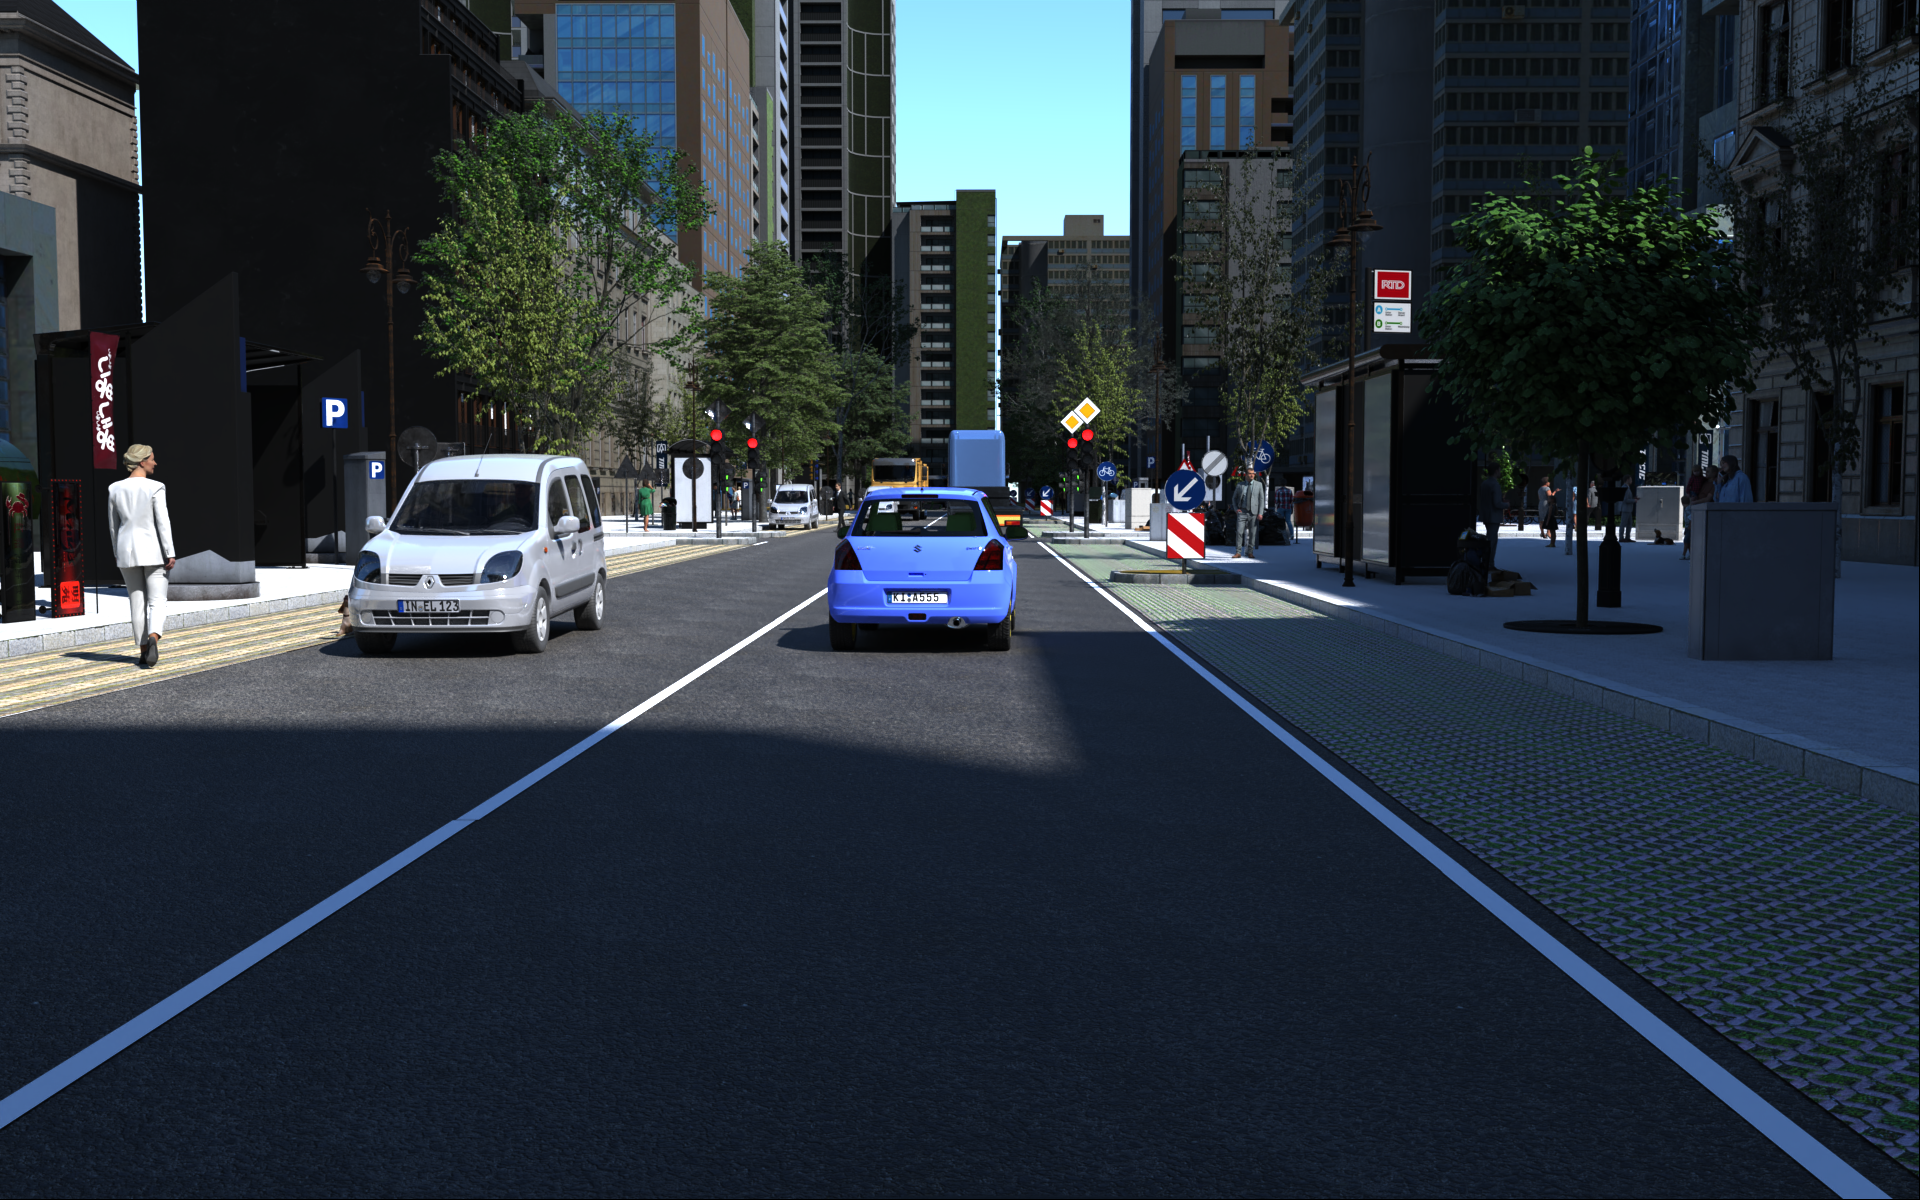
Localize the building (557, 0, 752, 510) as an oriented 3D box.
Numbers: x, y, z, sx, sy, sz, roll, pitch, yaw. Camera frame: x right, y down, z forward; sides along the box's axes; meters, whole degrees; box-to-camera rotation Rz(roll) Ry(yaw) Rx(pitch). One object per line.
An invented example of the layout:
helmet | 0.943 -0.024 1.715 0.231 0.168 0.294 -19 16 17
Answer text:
building | -26.522 -30.871 154.846 14.600 45.320 14.200 0 4 1

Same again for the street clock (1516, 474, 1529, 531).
street clock | 19.595 -3.418 60.454 0.471 2.002 0.358 1 4 16

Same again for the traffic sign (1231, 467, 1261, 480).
traffic sign | 8.330 -3.084 50.430 0.884 2.594 0.081 0 4 1

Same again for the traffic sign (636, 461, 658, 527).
traffic sign | -12.329 -4.176 68.281 0.884 2.594 0.081 0 4 4

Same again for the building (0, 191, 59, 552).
building | -35.951 -43.616 25.788 31.000 86.520 22.319 0 4 1

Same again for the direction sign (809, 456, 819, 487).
direction sign | -8.726 -6.814 103.401 0.379 3.537 0.876 2 4 33

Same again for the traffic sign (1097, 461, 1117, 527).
traffic sign | 5.732 -4.134 67.696 0.768 2.556 0.104 0 4 4

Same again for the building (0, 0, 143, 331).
building | -46.873 -15.032 74.647 19.941 23.489 11.050 0 4 1

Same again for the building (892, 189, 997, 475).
building | -2.118 -33.709 234.736 14.086 41.232 14.154 0 4 1

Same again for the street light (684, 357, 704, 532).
street light | -8.987 -5.246 58.564 0.468 5.910 1.993 0 4 1

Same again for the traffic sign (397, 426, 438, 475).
traffic sign | -10.177 -1.981 32.493 0.768 2.556 0.104 0 4 4

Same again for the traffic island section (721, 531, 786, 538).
traffic island section | -6.959 -2.211 58.434 2.009 0.180 2.903 0 4 1

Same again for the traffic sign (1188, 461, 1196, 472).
traffic sign | 9.059 -4.183 68.398 0.884 2.594 0.081 0 4 2

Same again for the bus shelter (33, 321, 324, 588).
bus shelter | -11.786 -2.166 26.703 1.731 3.624 6.357 0 4 1

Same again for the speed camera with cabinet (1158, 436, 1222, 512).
speed camera with cabinet | 7.800 -3.924 58.493 2.038 3.252 0.660 -1 4 -15

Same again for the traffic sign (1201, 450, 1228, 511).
traffic sign | 7.401 -3.078 50.427 0.768 2.556 0.104 0 4 5

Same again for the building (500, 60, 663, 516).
building | -27.759 -16.339 100.422 16.112 22.955 30.059 0 4 1

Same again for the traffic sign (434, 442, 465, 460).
traffic sign | -10.088 -1.965 34.258 0.606 2.300 0.079 0 4 2

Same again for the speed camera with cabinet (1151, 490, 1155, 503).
speed camera with cabinet | 8.174 -4.483 67.635 2.038 3.252 0.660 -1 4 -20

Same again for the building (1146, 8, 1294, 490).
building | 25.151 -31.302 161.905 14.600 45.320 14.200 0 4 1

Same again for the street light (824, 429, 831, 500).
street light | -8.439 -8.423 110.499 0.468 5.910 1.993 0 4 1

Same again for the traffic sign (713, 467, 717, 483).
traffic sign | -11.788 -5.027 82.304 0.768 2.556 0.104 0 4 8

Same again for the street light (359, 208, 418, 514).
street light | -9.298 -3.398 28.337 0.468 5.910 1.993 0 4 1

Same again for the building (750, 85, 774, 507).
building | -25.944 -29.693 169.082 14.154 41.232 14.086 0 4 1

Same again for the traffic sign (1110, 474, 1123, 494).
traffic sign | 9.296 -6.279 102.769 0.768 2.556 0.104 0 4 6

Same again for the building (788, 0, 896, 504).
building | -19.431 -48.871 237.296 20.611 71.187 20.563 0 4 1

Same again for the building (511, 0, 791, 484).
building | -32.896 -39.446 186.945 28.212 58.520 21.231 0 4 1

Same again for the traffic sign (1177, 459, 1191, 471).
traffic sign | 8.263 -3.906 63.859 0.884 2.594 0.081 0 4 7

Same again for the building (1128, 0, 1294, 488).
building | 28.461 -39.193 182.809 21.231 58.520 28.212 0 4 1

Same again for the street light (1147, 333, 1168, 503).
street light | 5.668 -4.712 49.835 0.468 5.910 1.993 0 4 1

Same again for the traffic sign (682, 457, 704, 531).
traffic sign | -9.248 -3.663 59.993 0.768 2.556 0.104 1 4 8

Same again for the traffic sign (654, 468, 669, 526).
traffic sign | -11.888 -4.095 69.089 0.606 2.300 0.079 0 4 6

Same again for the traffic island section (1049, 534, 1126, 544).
traffic island section | 3.699 -1.716 50.333 2.009 0.180 2.903 0 4 1

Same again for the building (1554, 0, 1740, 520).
building | 44.608 -46.728 76.668 31.000 86.520 22.319 0 4 1

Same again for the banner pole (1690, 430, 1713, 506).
banner pole | 25.319 -4.237 59.286 0.863 3.779 0.401 1 4 20

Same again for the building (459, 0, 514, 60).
building | -69.413 -48.856 237.053 20.611 71.187 20.563 0 4 1

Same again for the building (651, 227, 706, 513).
building | -24.847 -16.524 124.915 10.420 20.320 16.860 0 4 1

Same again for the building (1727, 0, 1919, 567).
building | 21.649 -10.069 29.257 10.561 19.102 19.286 0 4 1

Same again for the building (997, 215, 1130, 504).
building | 17.336 -33.751 243.717 23.993 40.220 32.217 0 4 1

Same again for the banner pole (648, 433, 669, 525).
banner pole | -12.459 -4.982 71.468 0.863 3.779 0.401 0 4 0

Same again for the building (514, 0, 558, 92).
building | -26.756 -30.004 140.674 14.600 45.320 14.200 0 4 1

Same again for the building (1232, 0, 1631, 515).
building | 35.236 -25.829 114.182 32.217 40.220 23.993 0 4 1

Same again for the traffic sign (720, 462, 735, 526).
traffic sign | -9.423 -4.260 69.760 0.768 2.556 0.104 0 4 4

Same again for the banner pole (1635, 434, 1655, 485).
banner pole | 23.457 -4.229 59.164 0.863 3.779 0.401 0 4 -4

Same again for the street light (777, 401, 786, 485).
street light | -8.646 -6.834 84.531 0.468 5.910 1.993 0 4 1

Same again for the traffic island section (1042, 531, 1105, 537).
traffic island section | 3.782 -2.204 58.318 2.009 0.180 2.903 0 4 1

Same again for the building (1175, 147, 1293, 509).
building | 25.280 -23.029 148.229 14.160 30.474 14.107 0 4 1

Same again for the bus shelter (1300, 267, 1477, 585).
bus shelter | 6.965 -3.108 28.452 2.179 5.291 8.768 0 4 1

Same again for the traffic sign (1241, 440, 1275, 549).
traffic sign | 6.899 -2.451 40.183 0.768 2.556 0.104 1 4 10

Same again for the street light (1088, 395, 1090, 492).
street light | 5.986 -6.610 80.868 0.468 5.910 1.993 0 4 1

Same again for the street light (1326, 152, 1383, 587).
street light | 5.397 -3.124 23.867 0.468 5.910 1.993 0 4 1

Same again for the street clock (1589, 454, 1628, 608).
street clock | 7.368 -0.920 19.605 0.358 2.002 0.471 -2 4 -29

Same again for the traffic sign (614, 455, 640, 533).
traffic sign | -11.028 -3.504 57.300 0.884 2.594 0.081 1 4 9

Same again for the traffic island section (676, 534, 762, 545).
traffic island section | -7.042 -1.723 50.449 2.009 0.180 2.903 0 4 1

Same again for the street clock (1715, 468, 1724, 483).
street clock | 20.916 -2.631 47.590 0.471 2.002 0.358 -3 5 -44

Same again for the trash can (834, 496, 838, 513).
trash can | -8.425 -6.459 117.261 0.748 1.137 0.748 0 3 0

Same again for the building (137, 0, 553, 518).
building | -26.155 -15.096 76.495 12.332 23.373 15.834 0 4 1

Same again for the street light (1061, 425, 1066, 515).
street light | 6.351 -8.199 106.835 0.468 5.910 1.993 0 4 1
